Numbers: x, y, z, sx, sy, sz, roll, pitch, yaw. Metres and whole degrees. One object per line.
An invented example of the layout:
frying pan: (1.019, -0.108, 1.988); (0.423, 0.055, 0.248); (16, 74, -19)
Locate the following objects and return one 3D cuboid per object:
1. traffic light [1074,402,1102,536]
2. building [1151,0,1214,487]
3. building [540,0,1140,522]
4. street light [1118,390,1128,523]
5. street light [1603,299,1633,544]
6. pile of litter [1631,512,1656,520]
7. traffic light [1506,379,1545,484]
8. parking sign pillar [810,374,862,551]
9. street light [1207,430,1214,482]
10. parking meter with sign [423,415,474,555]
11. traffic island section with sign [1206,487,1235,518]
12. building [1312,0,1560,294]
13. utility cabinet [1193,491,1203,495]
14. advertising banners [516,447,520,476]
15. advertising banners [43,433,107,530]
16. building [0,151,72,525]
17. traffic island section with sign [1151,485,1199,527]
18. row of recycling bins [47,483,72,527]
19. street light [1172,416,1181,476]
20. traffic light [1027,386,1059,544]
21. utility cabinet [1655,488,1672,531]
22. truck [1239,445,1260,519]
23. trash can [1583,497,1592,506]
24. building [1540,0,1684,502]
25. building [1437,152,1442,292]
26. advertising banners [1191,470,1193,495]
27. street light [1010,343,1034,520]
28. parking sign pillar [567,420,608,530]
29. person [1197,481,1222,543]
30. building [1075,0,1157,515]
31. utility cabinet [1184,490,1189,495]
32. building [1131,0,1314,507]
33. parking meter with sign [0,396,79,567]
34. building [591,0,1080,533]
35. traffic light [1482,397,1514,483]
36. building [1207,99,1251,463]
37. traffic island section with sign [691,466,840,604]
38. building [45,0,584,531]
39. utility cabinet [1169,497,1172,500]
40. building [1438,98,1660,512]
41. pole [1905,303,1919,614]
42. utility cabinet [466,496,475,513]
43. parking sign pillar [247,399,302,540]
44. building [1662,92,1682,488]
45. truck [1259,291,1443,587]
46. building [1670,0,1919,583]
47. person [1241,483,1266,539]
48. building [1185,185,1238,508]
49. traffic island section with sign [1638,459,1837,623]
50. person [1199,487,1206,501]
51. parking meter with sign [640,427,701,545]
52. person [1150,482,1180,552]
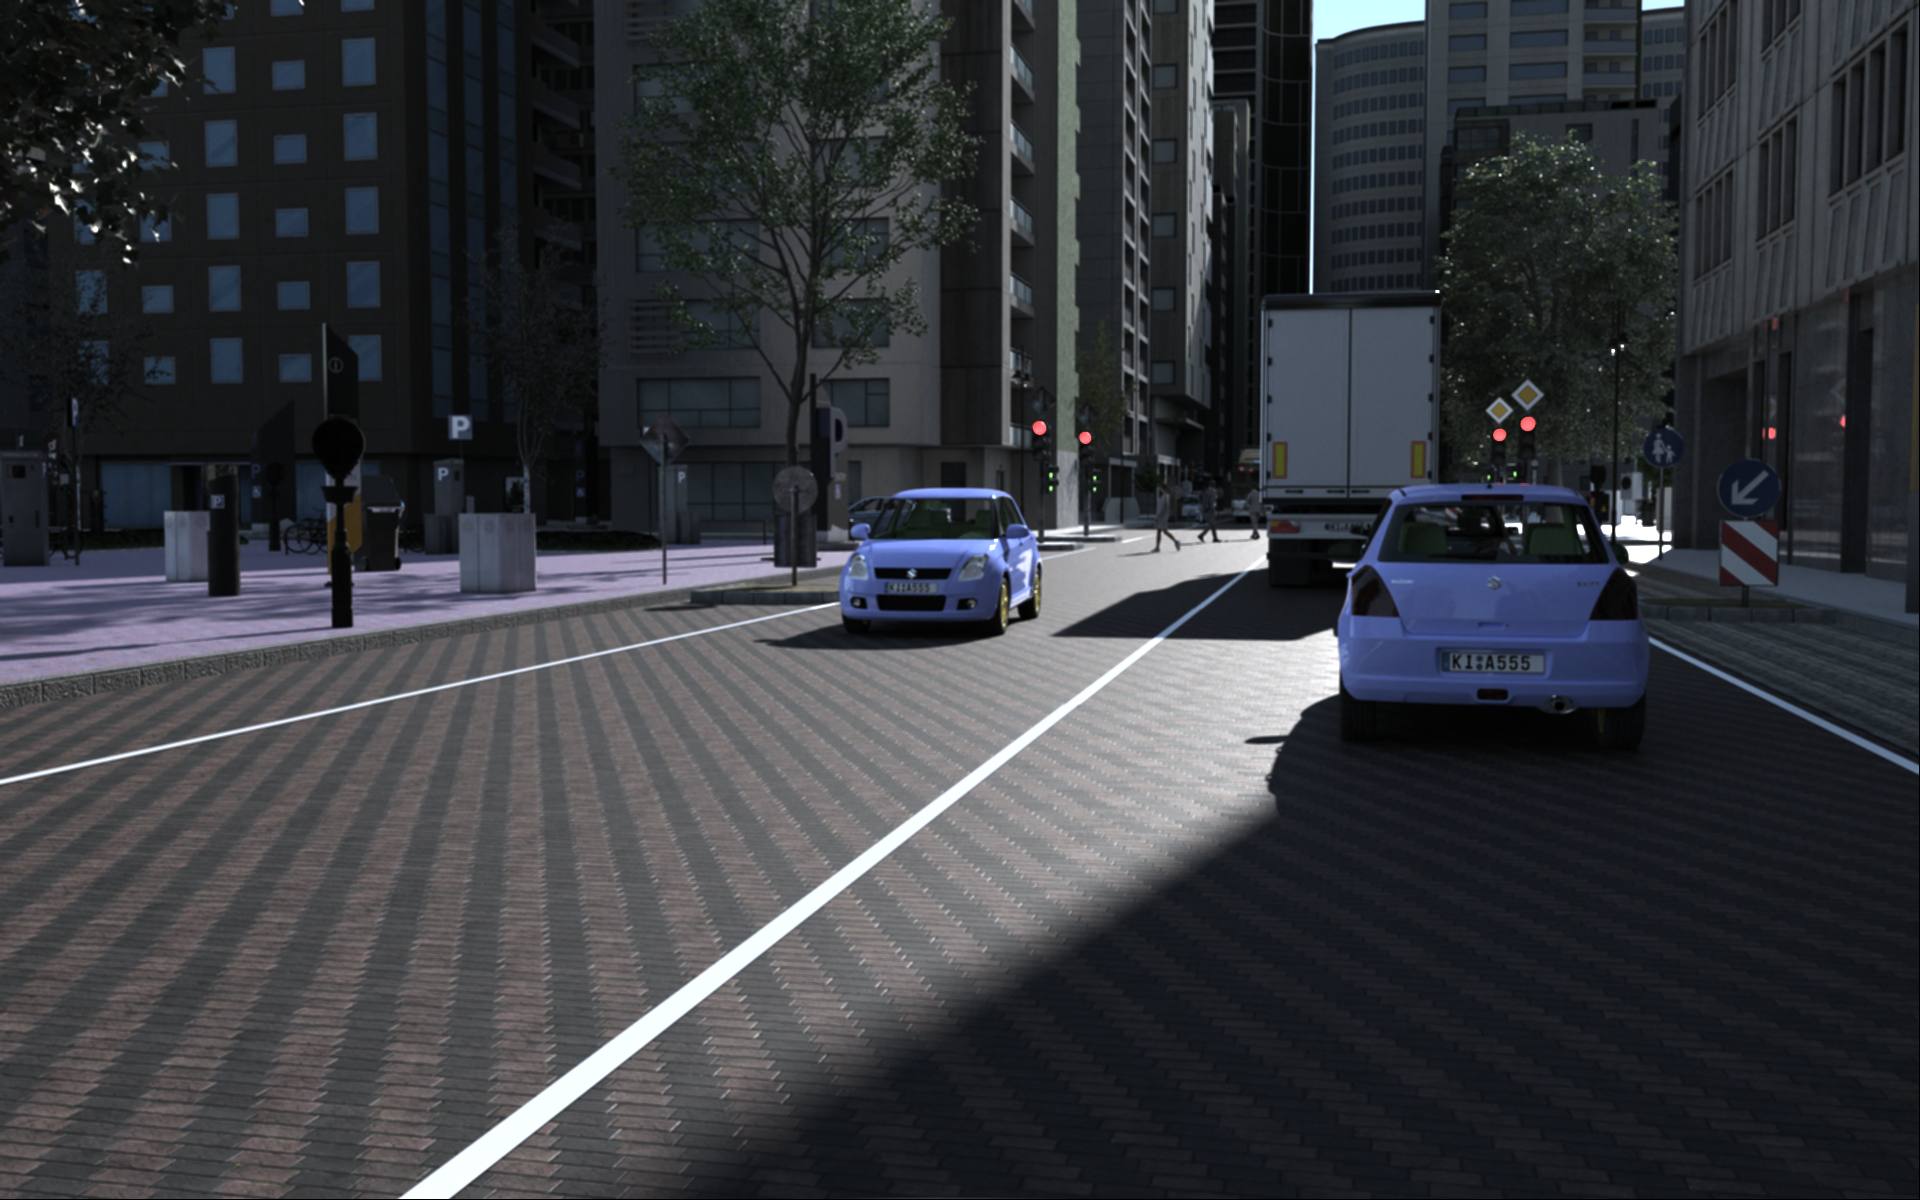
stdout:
traffic light: (3.868, -3.899, 52.676); (0.839, 4.253, 0.868); (1, 4, 13)
building: (6.429, -33.833, 142.405); (28.713, 52.752, 27.495); (1, 4, 13)
building: (-7.464, -24.330, 89.670); (32.217, 40.220, 23.993); (1, 4, 13)
street light: (7.220, -6.382, 77.133); (0.468, 5.910, 1.993); (1, 4, 13)
street light: (15.587, -4.181, 41.147); (0.468, 5.910, 1.993); (1, 4, 13)
pile of litter: (33.648, -4.337, 84.870); (1.719, 0.858, 1.176); (-1, 4, -10)
traffic light: (13.805, -3.265, 42.299); (0.839, 4.253, 0.868); (1, 4, 13)
parking sign pillar: (-2.968, -3.114, 39.389); (1.447, 3.967, 1.447); (1, 4, 17)
street light: (18.096, -9.335, 125.422); (0.468, 5.910, 1.993); (1, 4, 13)
parking meter with sign: (-11.050, -2.514, 37.369); (0.543, 3.016, 1.738); (0, 4, 5)
traffic island section with sign: (15.503, -5.805, 103.538); (1.989, 1.847, 2.006); (1, 4, 13)
building: (57.978, -41.111, 214.157); (28.212, 58.520, 21.231); (1, 4, 13)
utility cabinet: (16.780, -6.813, 120.070); (1.173, 1.500, 0.318); (1, 4, 23)
advertising banners: (-16.634, -4.184, 64.602); (0.090, 3.025, 2.074); (-2, 4, -25)
advertising banners: (-25.822, -3.324, 50.539); (0.090, 3.025, 2.074); (1, 4, 23)
building: (-51.753, -32.710, 76.810); (28.212, 58.520, 21.231); (1, 4, 13)
traffic island section with sign: (9.634, -4.196, 77.227); (1.989, 1.847, 2.006); (1, 4, 13)
row of recycling bins: (-36.025, -3.738, 68.234); (3.534, 1.692, 1.069); (2, 4, 26)
street light: (12.602, -7.850, 101.135); (0.468, 5.910, 1.993); (1, 4, 13)
traffic light: (2.127, -3.423, 44.882); (0.839, 4.253, 0.868); (1, 4, 13)
utility cabinet: (24.190, -3.065, 58.786); (1.173, 1.500, 0.318); (-1, 4, -19)
truck: (17.859, -6.915, 101.970); (2.839, 4.237, 11.283); (1, 4, 13)
trash can: (26.342, -3.771, 73.307); (0.748, 1.137, 0.748); (0, 3, 0)
building: (85.707, -40.758, 208.390); (28.212, 58.520, 21.231); (1, 4, 13)
building: (47.042, -22.831, 144.984); (14.160, 30.474, 14.107); (1, 4, 13)
advertising banners: (14.601, -6.905, 109.091); (0.090, 3.025, 2.074); (0, 4, 8)
street light: (1.921, -4.928, 53.361); (0.468, 5.910, 1.993); (1, 4, 13)
parking sign pillar: (-13.447, -4.519, 62.364); (1.447, 3.967, 1.447); (0, 4, 8)
person: (7.424, -2.610, 51.268); (0.850, 1.850, 0.679); (-1, 4, -17)
building: (4.463, -41.517, 117.058); (20.563, 71.187, 20.611); (1, 4, 13)
utility cabinet: (13.667, -5.850, 104.330); (0.318, 1.500, 1.173); (0, 4, 6)
building: (33.663, -47.739, 218.788); (20.611, 71.187, 20.563); (1, 4, 13)
parking meter with sign: (-16.686, -2.116, 30.864); (1.738, 3.016, 0.543); (-1, 4, -16)
building: (-3.731, -23.092, 61.156); (14.154, 41.232, 14.086); (1, 4, 13)
traffic light: (15.546, -3.741, 50.093); (0.839, 4.253, 0.868); (1, 4, 13)
building: (21.692, -30.088, 175.533); (14.154, 41.232, 14.086); (1, 4, 13)
traffic island section with sign: (-2.373, -0.910, 23.500); (1.989, 1.847, 2.006); (1, 4, 13)
building: (-24.234, -25.464, 66.451); (14.200, 45.320, 14.600); (1, 4, 13)
utility cabinet: (13.286, -6.013, 109.481); (0.306, 1.237, 1.020); (-1, 4, -15)
building: (44.232, -21.987, 131.182); (14.160, 30.474, 14.107); (1, 4, 13)
pole: (10.302, -1.512, 18.560); (0.158, 3.312, 0.155); (0, 3, 0)
utility cabinet: (-32.034, -6.232, 113.051); (1.020, 1.237, 0.306); (3, 4, 36)
parking sign pillar: (-19.342, -3.688, 48.776); (1.447, 3.967, 1.447); (1, 4, 22)
building: (82.360, -32.449, 180.659); (14.200, 45.320, 14.600); (1, 4, 13)
truck: (6.611, -2.491, 29.641); (2.839, 4.237, 11.283); (1, 4, 12)
building: (20.432, -12.907, 29.059); (12.078, 24.808, 19.932); (1, 4, 13)
person: (9.327, -2.818, 54.849); (0.678, 1.792, 0.850); (-1, 4, -18)
building: (18.408, -23.882, 162.176); (14.160, 30.474, 14.107); (1, 4, 13)
traffic island section with sign: (8.898, -0.707, 20.185); (1.989, 1.847, 2.006); (1, 4, 13)
person: (12.794, -5.020, 90.849); (0.520, 1.790, 0.573); (1, 4, 15)
parking meter with sign: (-7.379, -2.945, 44.409); (1.738, 3.016, 0.543); (3, 4, 36)
person: (5.059, -2.050, 42.768); (0.760, 1.731, 0.466); (-1, 4, -21)
